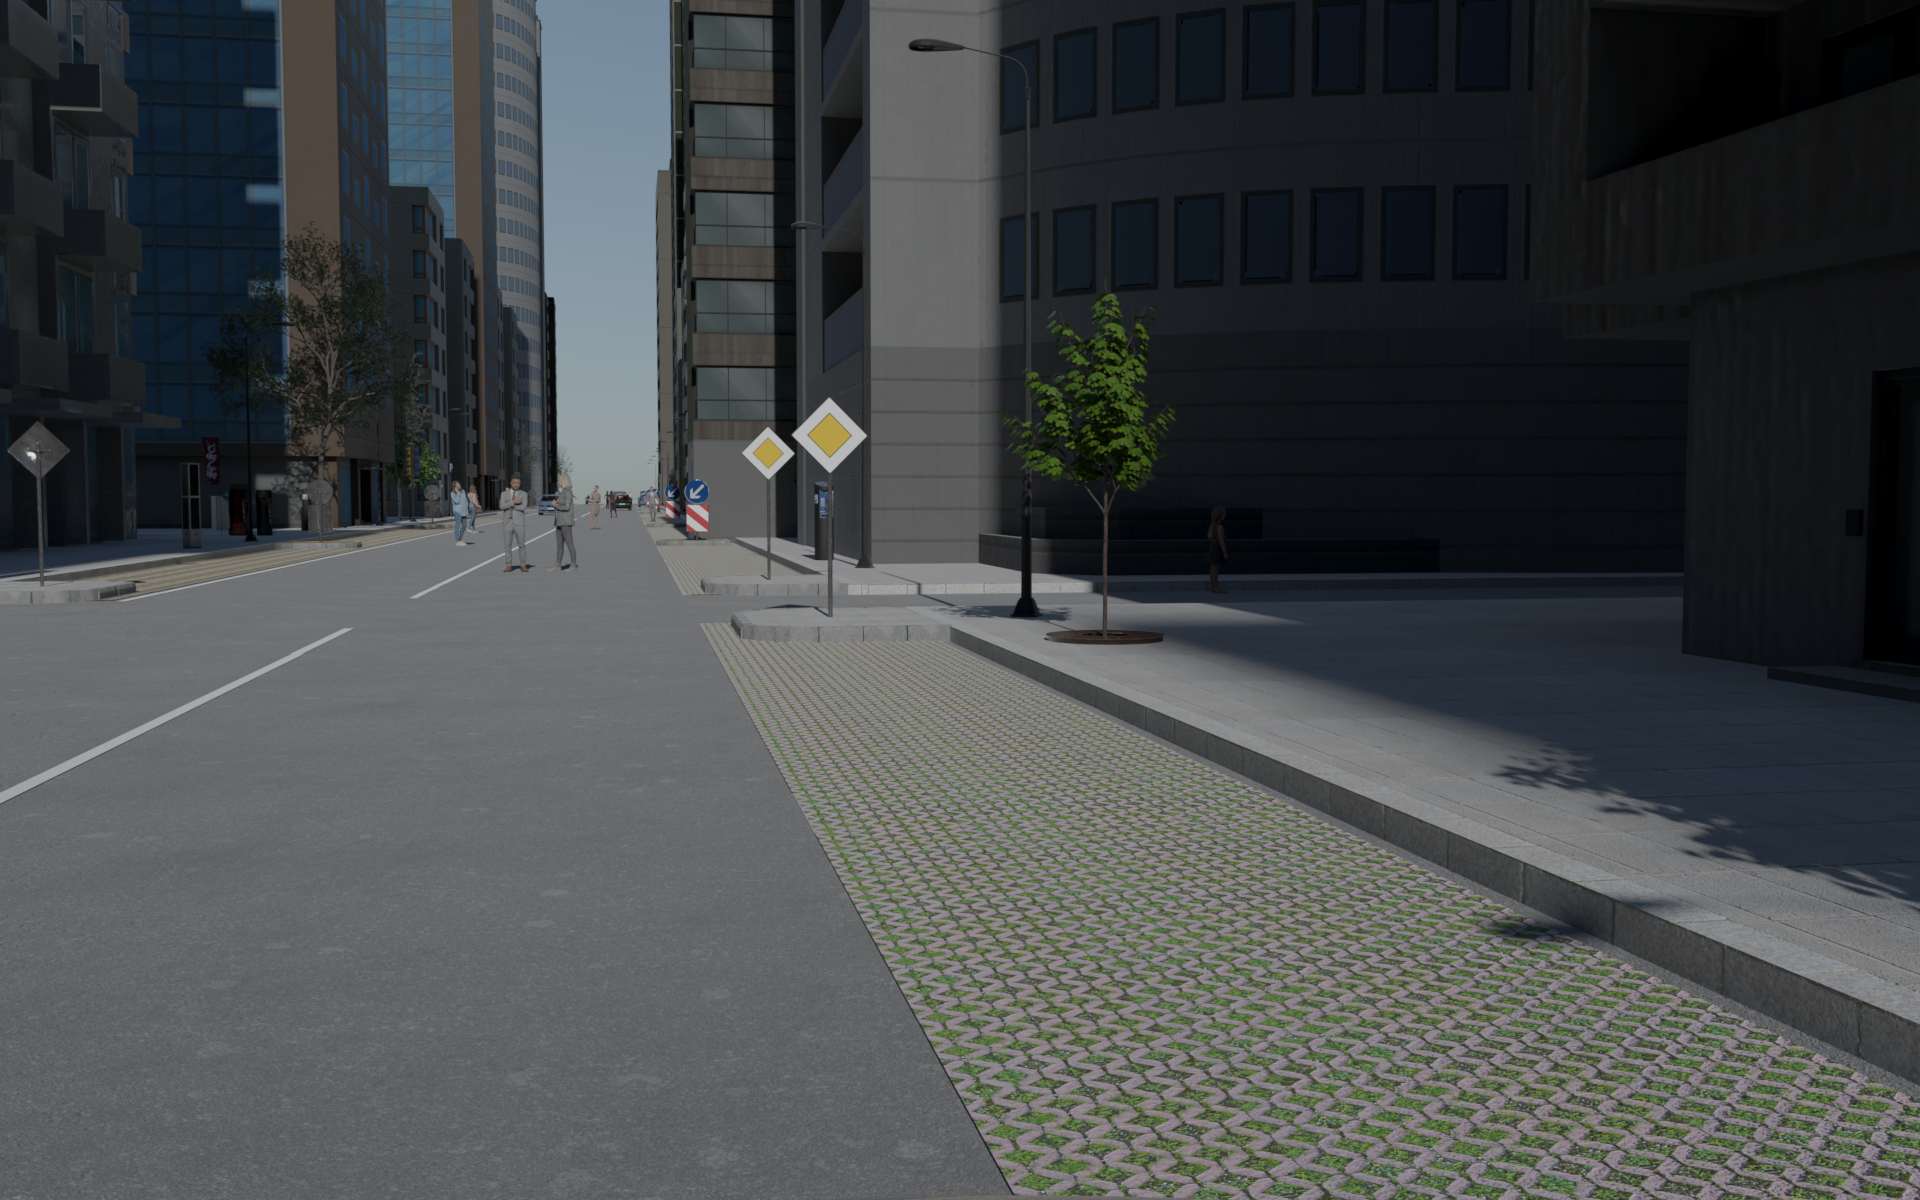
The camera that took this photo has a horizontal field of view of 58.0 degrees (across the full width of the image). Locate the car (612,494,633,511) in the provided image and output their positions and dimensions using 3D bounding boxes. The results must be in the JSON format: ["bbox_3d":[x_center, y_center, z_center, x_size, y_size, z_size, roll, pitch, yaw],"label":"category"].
[{"bbox_3d":[-29.805,-8.727,152.479,2.009,1.686,4.222,-1,4,-12],"label":"car"}]

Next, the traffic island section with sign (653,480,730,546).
[{"bbox_3d":[-7.464,-2.425,48.281,1.989,1.847,2.006,-1,4,-11],"label":"traffic island section with sign"}]

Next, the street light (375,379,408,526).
[{"bbox_3d":[-22.827,-5.939,69.651,1.470,5.913,1.316,-1,4,-11],"label":"street light"}]

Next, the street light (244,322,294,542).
[{"bbox_3d":[-18.634,-4.538,46.741,1.470,5.913,1.316,-1,4,-11],"label":"street light"}]

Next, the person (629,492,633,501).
[{"bbox_3d":[-45.577,-14.067,239.433,0.756,1.711,0.436,1,4,17],"label":"person"}]

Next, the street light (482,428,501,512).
[{"bbox_3d":[-33.174,-9.175,122.553,1.470,5.913,1.316,-1,4,-11],"label":"street light"}]

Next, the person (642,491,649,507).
[{"bbox_3d":[-33.370,-10.790,185.016,1.348,1.812,0.705,1,4,20],"label":"person"}]

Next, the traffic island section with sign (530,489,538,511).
[{"bbox_3d":[-36.667,-8.571,148.764,1.989,1.847,2.006,-1,4,-11],"label":"traffic island section with sign"}]

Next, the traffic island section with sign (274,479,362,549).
[{"bbox_3d":[-16.964,-2.278,45.880,1.989,1.847,2.006,-1,4,-11],"label":"traffic island section with sign"}]

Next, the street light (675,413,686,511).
[{"bbox_3d":[-15.502,-7.788,99.876,1.470,5.913,1.316,-1,4,-11],"label":"street light"}]

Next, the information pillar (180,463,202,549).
[{"bbox_3d":[-18.138,-2.224,40.852,0.304,2.012,0.304,2,4,32],"label":"information pillar"}]

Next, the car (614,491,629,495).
[{"bbox_3d":[-40.991,-12.226,208.575,2.281,1.827,5.304,-1,4,-12],"label":"car"}]

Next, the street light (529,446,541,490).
[{"bbox_3d":[-41.998,-12.016,168.995,1.470,5.913,1.316,-1,4,-11],"label":"street light"}]

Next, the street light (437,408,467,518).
[{"bbox_3d":[-27.680,-7.412,93.724,1.470,5.913,1.316,-1,4,-11],"label":"street light"}]

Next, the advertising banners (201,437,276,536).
[{"bbox_3d":[-22.220,-3.496,53.340,2.074,3.025,0.090,-1,4,-15],"label":"advertising banners"}]

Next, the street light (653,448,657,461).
[{"bbox_3d":[-31.877,-13.026,185.517,1.470,5.913,1.316,-1,4,-11],"label":"street light"}]

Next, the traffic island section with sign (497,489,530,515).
[{"bbox_3d":[-31.547,-6.938,122.070,1.989,1.847,2.006,-1,4,-11],"label":"traffic island section with sign"}]

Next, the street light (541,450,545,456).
[{"bbox_3d":[-44.188,-12.711,180.360,1.470,5.913,1.316,-1,4,-11],"label":"street light"}]

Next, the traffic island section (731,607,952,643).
[{"bbox_3d":[-1.331,0.258,18.056,2.009,0.180,2.903,-1,4,-11],"label":"traffic island section"}]

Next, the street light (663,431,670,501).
[{"bbox_3d":[-20.975,-9.520,128.186,1.470,5.913,1.316,-1,4,-11],"label":"street light"}]

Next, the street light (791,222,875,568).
[{"bbox_3d":[-2.184,-3.502,29.795,1.470,5.913,1.316,-1,4,-11],"label":"street light"}]

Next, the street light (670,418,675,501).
[{"bbox_3d":[-16.611,-8.100,104.976,1.470,5.913,1.316,-1,4,-11],"label":"street light"}]

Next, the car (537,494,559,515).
[{"bbox_3d":[-27.987,-6.534,118.828,2.014,1.417,4.499,-1,4,-11],"label":"car"}]

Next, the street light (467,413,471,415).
[{"bbox_3d":[-28.681,-7.745,99.172,1.470,5.913,1.316,-1,4,-11],"label":"street light"}]

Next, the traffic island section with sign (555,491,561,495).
[{"bbox_3d":[-47.130,-11.910,203.352,1.989,1.847,2.006,-1,4,-11],"label":"traffic island section with sign"}]

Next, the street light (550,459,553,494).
[{"bbox_3d":[-48.575,-14.110,203.233,1.470,5.913,1.316,-1,4,-11],"label":"street light"}]

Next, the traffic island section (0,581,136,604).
[{"bbox_3d":[-12.746,-0.106,24.011,2.009,0.180,2.903,-1,4,-11],"label":"traffic island section"}]

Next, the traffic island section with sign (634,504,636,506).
[{"bbox_3d":[-27.060,-8.683,150.588,1.989,1.847,2.006,-1,4,-11],"label":"traffic island section with sign"}]

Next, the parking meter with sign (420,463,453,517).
[{"bbox_3d":[-29.403,-6.175,97.218,1.738,3.016,0.543,0,4,3],"label":"parking meter with sign"}]

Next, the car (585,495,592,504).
[{"bbox_3d":[-51.939,-14.181,244.432,1.945,1.354,3.894,-1,4,-9],"label":"car"}]

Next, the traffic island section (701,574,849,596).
[{"bbox_3d":[-2.834,-0.221,25.899,2.009,0.180,2.903,-1,4,-11],"label":"traffic island section"}]

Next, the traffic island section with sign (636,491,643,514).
[{"bbox_3d":[-21.995,-7.062,124.097,1.989,1.847,2.006,-1,4,-11],"label":"traffic island section with sign"}]

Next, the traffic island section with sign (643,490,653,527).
[{"bbox_3d":[-12.531,-4.045,74.758,1.989,1.847,2.006,-1,4,-11],"label":"traffic island section with sign"}]

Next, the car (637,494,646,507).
[{"bbox_3d":[-34.259,-10.832,189.105,2.014,1.417,4.499,-1,4,-12],"label":"car"}]

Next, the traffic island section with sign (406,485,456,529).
[{"bbox_3d":[-22.023,-3.898,72.358,1.989,1.847,2.006,-1,4,-11],"label":"traffic island section with sign"}]

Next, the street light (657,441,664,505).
[{"bbox_3d":[-25.533,-10.958,151.708,1.470,5.913,1.316,-1,4,-11],"label":"street light"}]

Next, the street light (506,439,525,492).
[{"bbox_3d":[-37.487,-10.575,145.440,1.470,5.913,1.316,-1,4,-11],"label":"street light"}]

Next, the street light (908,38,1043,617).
[{"bbox_3d":[0.164,-2.775,17.908,1.470,5.913,1.316,-1,4,-11],"label":"street light"}]

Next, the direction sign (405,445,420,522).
[{"bbox_3d":[-25.143,-5.358,79.596,0.379,3.537,0.876,2,4,23],"label":"direction sign"}]
